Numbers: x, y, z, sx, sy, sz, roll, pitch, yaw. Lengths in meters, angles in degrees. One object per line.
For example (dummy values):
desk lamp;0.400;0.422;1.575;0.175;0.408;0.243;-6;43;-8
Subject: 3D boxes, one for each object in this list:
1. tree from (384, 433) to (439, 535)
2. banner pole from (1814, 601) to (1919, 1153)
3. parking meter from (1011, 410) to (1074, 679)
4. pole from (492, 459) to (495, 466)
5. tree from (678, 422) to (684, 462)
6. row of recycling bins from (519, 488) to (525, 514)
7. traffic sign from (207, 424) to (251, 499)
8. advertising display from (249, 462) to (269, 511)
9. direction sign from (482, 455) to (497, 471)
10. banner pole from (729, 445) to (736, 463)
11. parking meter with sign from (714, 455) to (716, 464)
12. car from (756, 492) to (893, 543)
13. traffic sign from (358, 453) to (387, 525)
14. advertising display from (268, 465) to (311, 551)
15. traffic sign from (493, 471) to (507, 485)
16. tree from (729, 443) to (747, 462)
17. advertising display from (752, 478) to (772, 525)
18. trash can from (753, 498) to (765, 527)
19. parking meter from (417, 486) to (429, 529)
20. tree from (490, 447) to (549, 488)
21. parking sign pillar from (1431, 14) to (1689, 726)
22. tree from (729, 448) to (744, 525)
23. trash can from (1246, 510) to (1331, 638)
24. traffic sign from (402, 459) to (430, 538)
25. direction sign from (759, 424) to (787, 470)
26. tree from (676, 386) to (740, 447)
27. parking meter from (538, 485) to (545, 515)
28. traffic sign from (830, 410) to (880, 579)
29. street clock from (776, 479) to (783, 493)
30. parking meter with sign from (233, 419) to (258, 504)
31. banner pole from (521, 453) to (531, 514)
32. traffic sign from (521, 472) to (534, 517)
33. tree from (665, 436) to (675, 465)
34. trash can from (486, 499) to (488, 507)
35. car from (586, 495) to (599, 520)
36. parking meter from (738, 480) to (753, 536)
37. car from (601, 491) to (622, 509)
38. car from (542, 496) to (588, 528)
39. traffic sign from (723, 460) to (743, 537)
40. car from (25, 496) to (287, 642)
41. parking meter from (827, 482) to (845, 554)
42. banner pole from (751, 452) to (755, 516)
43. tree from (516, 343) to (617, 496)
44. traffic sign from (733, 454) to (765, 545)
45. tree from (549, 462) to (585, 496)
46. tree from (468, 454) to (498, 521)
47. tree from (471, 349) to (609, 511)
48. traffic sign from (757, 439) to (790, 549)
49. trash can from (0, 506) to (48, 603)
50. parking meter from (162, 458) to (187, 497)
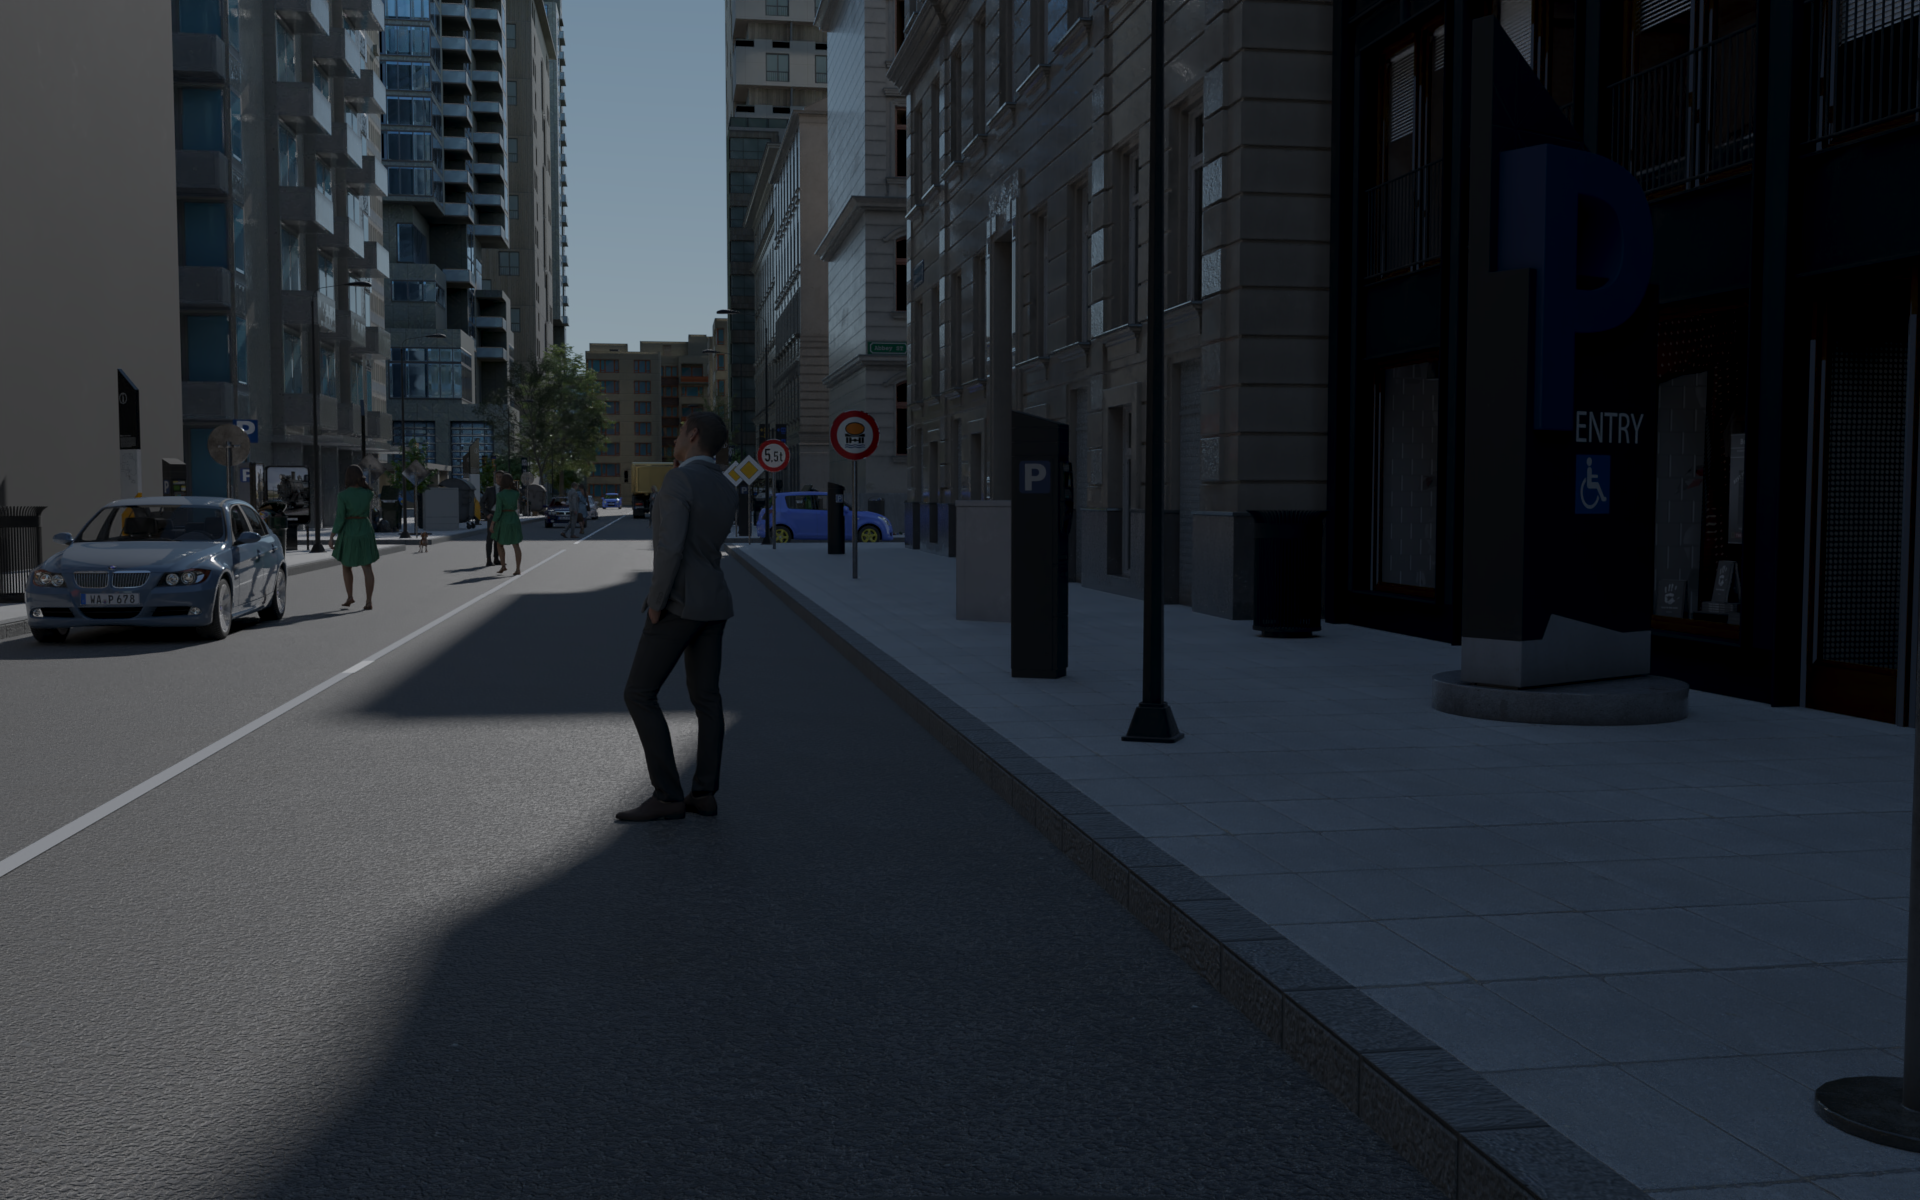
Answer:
tree;-17.149;-3.678;54.730;1.663;3.219;1.824;0;3;0
banner pole;2.150;-0.829;3.564;0.863;3.779;0.401;-3;4;-37
parking meter;0.573;-0.391;12.108;0.399;1.863;0.255;1;4;20
pole;-27.060;-6.528;100.580;0.158;3.312;0.155;0;3;0
tree;-25.820;-13.264;167.226;4.360;8.622;3.978;0;3;0
row of recycling bins;-28.924;-6.350;110.938;1.069;1.692;3.534;1;4;22
traffic sign;-13.272;-1.918;31.460;0.768;2.556;0.104;0;4;-3
advertising display;-14.260;-1.833;35.177;0.123;1.923;0.974;-1;4;-12
direction sign;-27.478;-6.677;101.164;0.876;3.537;0.379;0;4;7
banner pole;-10.500;-5.397;78.265;0.863;3.779;0.401;1;4;22
parking meter with sign;-10.747;-4.874;75.953;0.543;3.016;1.738;0;4;-7
car;-3.657;-2.284;46.932;3.694;1.707;1.945;-1;4;-11
traffic sign;-14.402;-2.365;42.318;0.795;2.450;0.064;-1;4;-10
advertising display;-15.260;-2.086;39.326;0.974;1.923;0.123;-3;4;-38
traffic sign;-20.659;-4.634;77.893;0.606;2.300;0.079;0;4;-5
tree;-13.103;-6.836;95.480;4.285;4.588;4.351;0;3;0
advertising display;-8.021;-4.019;70.930;0.974;1.923;0.123;-1;4;-22
trash can;-7.625;-3.364;66.647;0.748;1.137;0.748;0;3;0
parking meter;-19.851;-3.568;64.051;0.255;1.863;0.399;3;5;42
tree;-31.038;-8.291;119.266;4.285;4.588;4.351;0;3;0
parking sign pillar;3.549;-1.327;10.174;1.447;3.967;1.447;-3;4;-37
tree;-9.463;-4.785;72.837;1.663;3.219;1.824;0;3;0
trash can;2.947;-0.240;15.583;0.748;1.137;0.748;0;3;0
traffic sign;-15.753;-2.847;50.188;0.795;2.450;0.064;-1;4;-10
direction sign;-6.037;-3.912;55.952;0.876;3.537;0.379;0;4;-6
tree;-16.792;-10.204;117.190;4.737;8.622;4.395;0;3;0
parking meter;-25.547;-6.119;105.755;0.399;1.863;0.255;2;4;30
traffic sign;-1.593;-1.598;26.228;0.768;2.556;0.104;-1;4;-9
street clock;-8.927;-4.947;85.450;0.358;2.002;0.471;1;4;18
parking meter with sign;-16.376;-2.661;39.767;0.543;3.016;1.738;-1;4;-22
banner pole;-26.322;-7.048;105.251;0.401;3.779;0.863;3;4;36
traffic sign;-24.689;-6.041;98.876;0.768;2.556;0.104;0;4;-4
tree;-31.104;-14.972;195.158;4.737;8.622;4.395;0;3;0
trash can;-29.411;-5.862;107.491;0.748;1.137;0.748;0;3;0
car;-21.425;-5.225;97.791;2.083;1.381;4.827;-1;4;-10
parking meter;-6.531;-2.878;52.769;0.399;1.863;0.255;0;4;7
car;-33.038;-9.470;164.428;1.945;1.707;3.694;-1;4;-9
car;-16.941;-3.786;74.488;1.945;1.354;3.894;-1;4;-11
traffic sign;-6.688;-2.940;51.718;0.795;2.450;0.064;-1;4;-10
car;-8.369;-0.390;18.384;2.014;1.417;4.499;-1;4;-10
parking meter;-2.639;-1.744;36.931;0.372;1.533;0.369;0;3;0
banner pole;-12.257;-6.886;102.601;0.401;3.779;0.863;-2;4;-26
tree;-29.616;-12.978;130.316;7.486;12.596;7.792;0;3;0
traffic sign;-5.336;-2.459;43.848;0.795;2.450;0.064;-1;4;-10
tree;-33.060;-9.842;144.628;4.285;4.588;4.351;0;3;0
tree;-22.473;-5.378;82.539;1.663;3.219;1.824;0;3;0
tree;-26.843;-10.823;111.361;8.767;10.594;7.601;-2;4;-25
traffic sign;-4.310;-2.449;40.140;0.768;2.556;0.104;0;4;-2
trash can;-11.222;-0.544;20.544;0.748;1.137;0.748;0;3;0
parking meter;-12.776;-1.376;28.209;0.399;1.863;0.255;3;5;43
